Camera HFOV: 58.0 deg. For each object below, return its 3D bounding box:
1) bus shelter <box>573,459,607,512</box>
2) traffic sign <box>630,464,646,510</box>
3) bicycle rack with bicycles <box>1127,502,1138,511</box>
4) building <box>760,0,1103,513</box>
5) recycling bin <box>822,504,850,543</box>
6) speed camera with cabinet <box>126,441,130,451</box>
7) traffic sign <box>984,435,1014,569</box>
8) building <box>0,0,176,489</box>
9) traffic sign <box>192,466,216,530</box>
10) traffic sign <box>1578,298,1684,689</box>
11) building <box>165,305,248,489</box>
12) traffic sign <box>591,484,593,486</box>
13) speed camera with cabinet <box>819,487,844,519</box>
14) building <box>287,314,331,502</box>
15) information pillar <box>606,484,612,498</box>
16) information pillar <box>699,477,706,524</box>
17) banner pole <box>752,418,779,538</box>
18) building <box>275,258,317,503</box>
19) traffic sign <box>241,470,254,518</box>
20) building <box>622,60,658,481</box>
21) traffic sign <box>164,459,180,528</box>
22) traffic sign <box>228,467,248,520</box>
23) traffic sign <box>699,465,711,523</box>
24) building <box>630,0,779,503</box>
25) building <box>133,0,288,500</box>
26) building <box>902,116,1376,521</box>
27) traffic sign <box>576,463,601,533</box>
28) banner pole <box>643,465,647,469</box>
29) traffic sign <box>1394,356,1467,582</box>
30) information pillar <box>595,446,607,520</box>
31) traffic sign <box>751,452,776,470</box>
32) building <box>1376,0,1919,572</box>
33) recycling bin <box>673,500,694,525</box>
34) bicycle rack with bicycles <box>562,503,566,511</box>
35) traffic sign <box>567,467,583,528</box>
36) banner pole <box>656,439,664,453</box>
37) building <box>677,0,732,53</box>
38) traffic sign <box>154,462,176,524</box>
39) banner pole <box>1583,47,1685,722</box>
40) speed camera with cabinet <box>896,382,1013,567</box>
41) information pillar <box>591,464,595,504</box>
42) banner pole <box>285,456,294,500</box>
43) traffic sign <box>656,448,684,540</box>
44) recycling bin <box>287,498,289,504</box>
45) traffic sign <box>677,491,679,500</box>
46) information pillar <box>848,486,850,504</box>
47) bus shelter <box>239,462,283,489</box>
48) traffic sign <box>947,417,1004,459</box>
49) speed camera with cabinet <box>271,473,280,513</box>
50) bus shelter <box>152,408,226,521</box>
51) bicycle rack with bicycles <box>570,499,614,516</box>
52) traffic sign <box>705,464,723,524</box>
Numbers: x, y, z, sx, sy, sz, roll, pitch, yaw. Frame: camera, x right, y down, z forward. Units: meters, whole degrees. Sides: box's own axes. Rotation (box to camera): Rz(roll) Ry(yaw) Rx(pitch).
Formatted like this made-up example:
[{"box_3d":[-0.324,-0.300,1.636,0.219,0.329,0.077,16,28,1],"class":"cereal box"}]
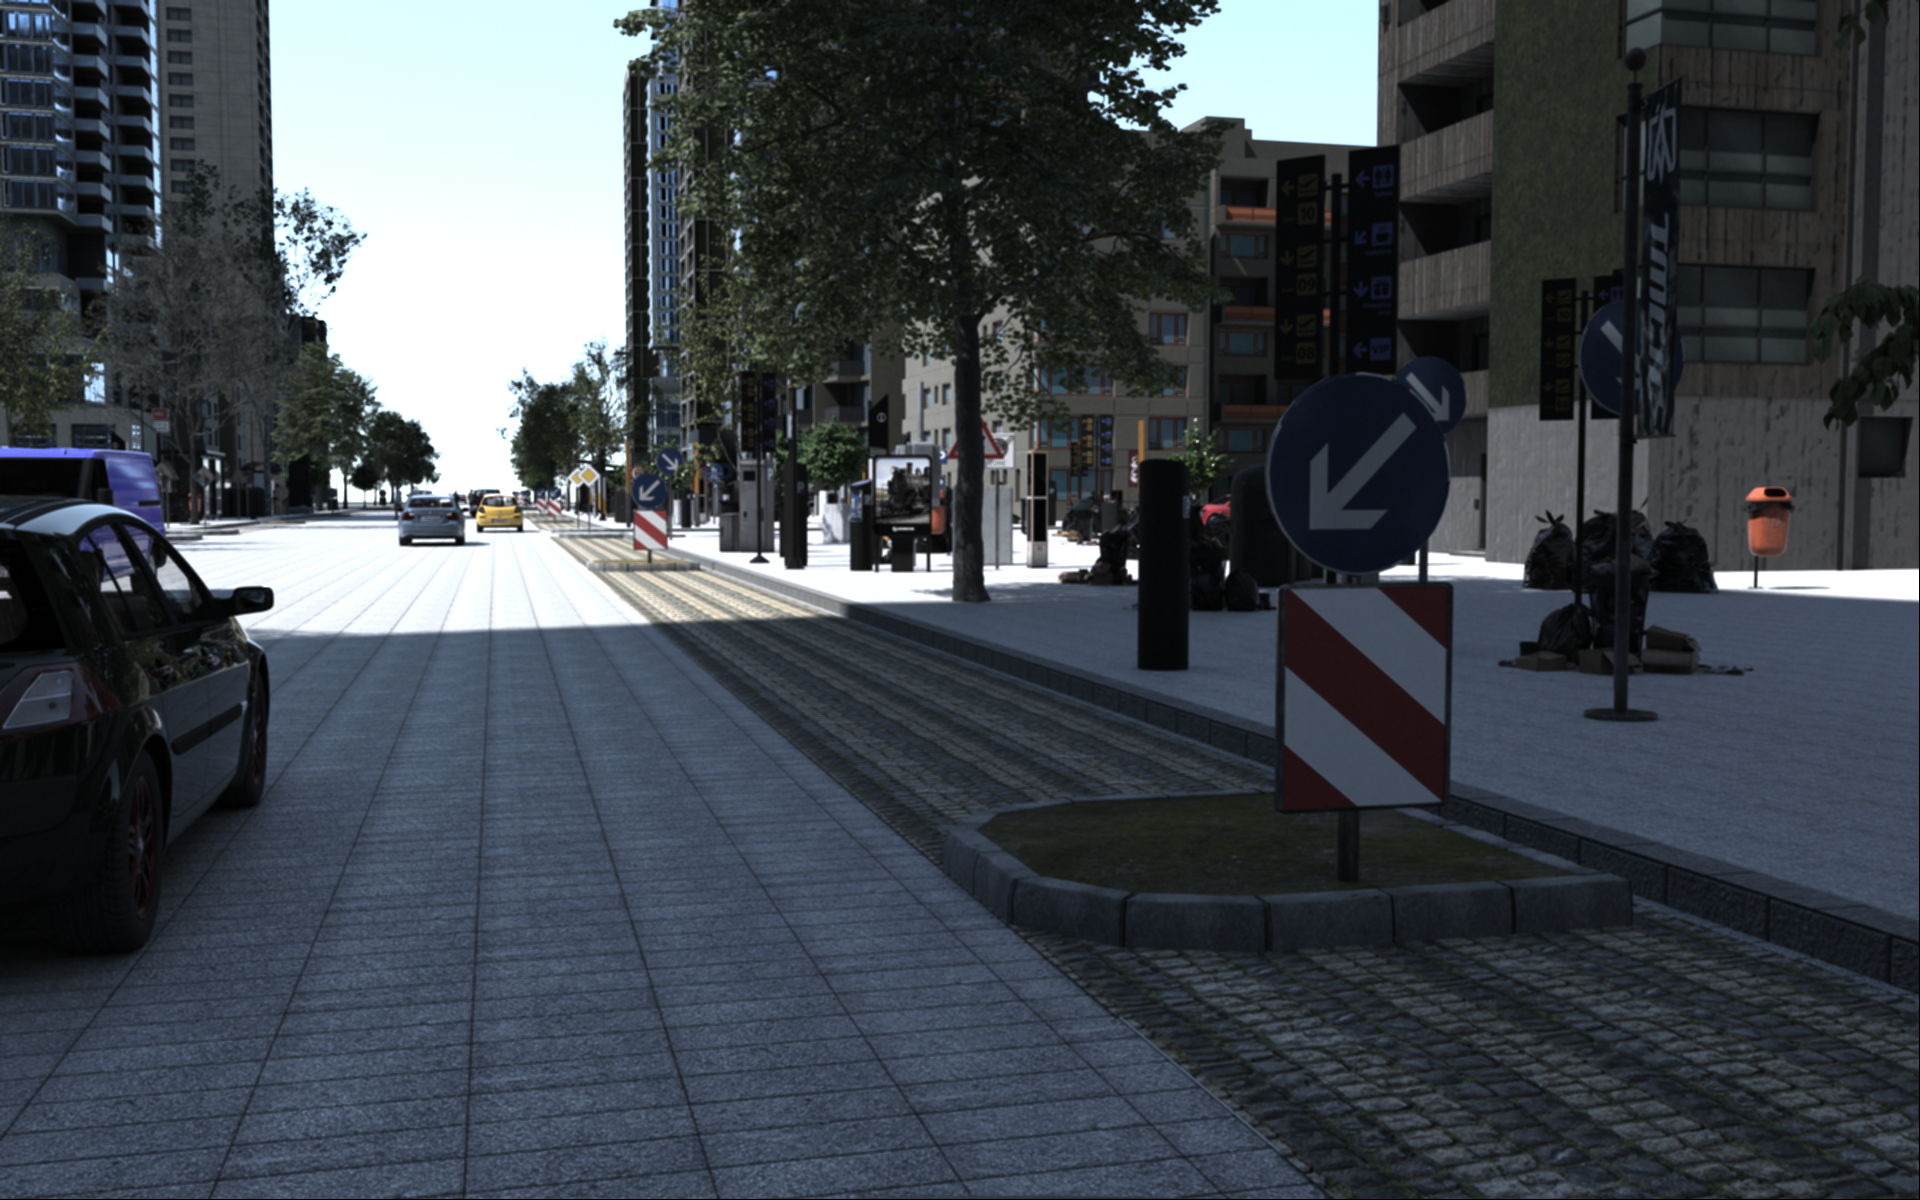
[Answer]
[{"box_3d":[-25.814,-7.891,120.296,1.731,3.624,6.357,-1,4,-15],"class":"bus shelter"},{"box_3d":[-13.843,-4.553,74.554,0.768,2.556,0.104,-1,4,-13],"class":"traffic sign"},{"box_3d":[13.924,-7.740,139.937,2.852,0.926,2.925,2,4,28],"class":"bicycle rack with bicycles"},{"box_3d":[-2.610,-28.792,125.368,22.147,44.769,28.867,-1,4,-15],"class":"building"},{"box_3d":[-3.169,-2.047,46.020,0.722,1.027,0.722,2,4,33],"class":"recycling bin"},{"box_3d":[-31.651,-4.295,64.558,2.038,3.252,0.660,-3,5,-40],"class":"speed camera with cabinet"},{"box_3d":[0.632,-1.668,29.394,0.606,2.300,0.079,-1,4,-12],"class":"traffic sign"},{"box_3d":[-77.058,-50.585,139.738,22.319,86.520,31.000,-1,4,-15],"class":"building"},{"box_3d":[-26.692,-3.521,61.212,0.795,2.450,0.064,-1,4,-15],"class":"traffic sign"},{"box_3d":[4.348,-0.687,11.334,0.768,2.556,0.104,-1,4,-13],"class":"traffic sign"},{"box_3d":[-86.982,-19.901,170.422,27.650,21.520,28.899,-1,4,-15],"class":"building"},{"box_3d":[-24.311,-7.047,115.224,0.884,2.594,0.081,0,4,-7],"class":"traffic sign"},{"box_3d":[-6.281,-5.801,89.175,2.038,3.252,0.660,-3,5,-43],"class":"speed camera with cabinet"},{"box_3d":[-108.211,-30.773,274.841,14.160,30.474,14.107,-1,4,-15],"class":"building"},{"box_3d":[-24.399,-7.096,120.512,0.304,2.012,0.304,1,4,12],"class":"information pillar"},{"box_3d":[-11.042,-4.262,74.175,0.304,2.012,0.304,0,4,-5],"class":"information pillar"},{"box_3d":[-5.645,-3.671,50.038,0.863,3.779,0.401,-2,4,-33],"class":"banner pole"},{"box_3d":[-112.076,-34.326,253.111,32.217,40.220,23.993,-1,4,-15],"class":"building"},{"box_3d":[-37.419,-5.553,90.892,0.768,2.556,0.104,0,4,-5],"class":"traffic sign"},{"box_3d":[-46.640,-51.901,286.830,20.563,71.187,20.611,-1,4,-15],"class":"building"},{"box_3d":[-29.680,-3.966,64.848,0.884,2.594,0.081,0,4,-8],"class":"traffic sign"},{"box_3d":[-35.074,-5.148,84.167,0.884,2.594,0.081,-1,4,-14],"class":"traffic sign"},{"box_3d":[-11.305,-4.722,77.310,0.768,2.556,0.104,-1,4,-14],"class":"traffic sign"},{"box_3d":[-38.409,-58.026,261.402,22.319,86.520,31.000,-1,4,-15],"class":"building"},{"box_3d":[-100.552,-48.498,231.195,20.563,71.187,20.611,-1,4,-15],"class":"building"},{"box_3d":[13.922,-15.486,98.238,28.899,21.520,27.650,-1,4,-15],"class":"building"},{"box_3d":[-12.166,-3.251,56.795,0.795,2.450,0.064,-1,4,-15],"class":"traffic sign"},{"box_3d":[-23.911,-8.670,131.766,0.401,3.779,0.863,1,4,13],"class":"banner pole"},{"box_3d":[4.319,-0.978,16.100,0.768,2.556,0.104,-1,4,-12],"class":"traffic sign"},{"box_3d":[-17.494,-5.708,84.682,0.183,3.616,0.504,2,4,26],"class":"information pillar"},{"box_3d":[-5.751,-3.091,50.647,0.768,2.556,0.104,0,4,-8],"class":"traffic sign"},{"box_3d":[16.179,-16.146,35.685,14.160,30.474,14.107,-1,4,-15],"class":"building"},{"box_3d":[-12.118,-3.878,75.967,0.722,1.027,0.722,1,4,11],"class":"recycling bin"},{"box_3d":[-29.614,-7.373,133.933,2.852,0.926,2.925,-1,4,-20],"class":"bicycle rack with bicycles"},{"box_3d":[-14.228,-3.723,64.510,0.795,2.450,0.064,-1,4,-15],"class":"traffic sign"},{"box_3d":[-13.557,-5.401,78.327,0.401,3.779,0.863,1,4,19],"class":"banner pole"},{"box_3d":[-22.115,-46.119,192.292,20.563,71.187,20.611,-1,4,-15],"class":"building"},{"box_3d":[-24.630,-3.049,53.497,0.795,2.450,0.064,-1,4,-15],"class":"traffic sign"},{"box_3d":[3.792,-1.197,9.596,0.401,3.779,0.863,0,4,0],"class":"banner pole"},{"box_3d":[-0.098,-2.243,31.009,2.038,3.252,0.660,-1,4,-18],"class":"speed camera with cabinet"},{"box_3d":[-24.729,-7.687,117.041,0.504,3.616,0.183,-3,5,-44],"class":"information pillar"},{"box_3d":[-44.145,-7.592,114.149,0.863,3.779,0.401,-1,4,-16],"class":"banner pole"},{"box_3d":[-8.039,-2.934,48.082,0.768,2.556,0.104,-1,4,-13],"class":"traffic sign"},{"box_3d":[-43.042,-6.089,112.107,0.722,1.027,0.722,-3,5,-43],"class":"recycling bin"},{"box_3d":[-14.857,-5.571,91.195,0.768,2.556,0.104,-1,4,-11],"class":"traffic sign"},{"box_3d":[-5.044,-5.340,78.661,0.183,3.616,0.504,0,4,-1],"class":"information pillar"},{"box_3d":[-45.126,-7.216,111.905,2.014,3.302,5.546,-1,4,-15],"class":"bus shelter"},{"box_3d":[0.230,-1.610,26.333,0.884,2.594,0.081,-1,4,-12],"class":"traffic sign"},{"box_3d":[-46.580,-7.476,116.560,0.660,3.252,2.038,1,4,11],"class":"speed camera with cabinet"},{"box_3d":[-37.239,-6.479,83.558,2.179,5.291,8.768,-1,4,-15],"class":"bus shelter"},{"box_3d":[-21.804,-5.564,104.360,2.925,0.926,2.852,0,3,0],"class":"bicycle rack with bicycles"},{"box_3d":[-10.400,-4.475,73.276,0.768,2.556,0.104,-1,4,-9],"class":"traffic sign"}]
